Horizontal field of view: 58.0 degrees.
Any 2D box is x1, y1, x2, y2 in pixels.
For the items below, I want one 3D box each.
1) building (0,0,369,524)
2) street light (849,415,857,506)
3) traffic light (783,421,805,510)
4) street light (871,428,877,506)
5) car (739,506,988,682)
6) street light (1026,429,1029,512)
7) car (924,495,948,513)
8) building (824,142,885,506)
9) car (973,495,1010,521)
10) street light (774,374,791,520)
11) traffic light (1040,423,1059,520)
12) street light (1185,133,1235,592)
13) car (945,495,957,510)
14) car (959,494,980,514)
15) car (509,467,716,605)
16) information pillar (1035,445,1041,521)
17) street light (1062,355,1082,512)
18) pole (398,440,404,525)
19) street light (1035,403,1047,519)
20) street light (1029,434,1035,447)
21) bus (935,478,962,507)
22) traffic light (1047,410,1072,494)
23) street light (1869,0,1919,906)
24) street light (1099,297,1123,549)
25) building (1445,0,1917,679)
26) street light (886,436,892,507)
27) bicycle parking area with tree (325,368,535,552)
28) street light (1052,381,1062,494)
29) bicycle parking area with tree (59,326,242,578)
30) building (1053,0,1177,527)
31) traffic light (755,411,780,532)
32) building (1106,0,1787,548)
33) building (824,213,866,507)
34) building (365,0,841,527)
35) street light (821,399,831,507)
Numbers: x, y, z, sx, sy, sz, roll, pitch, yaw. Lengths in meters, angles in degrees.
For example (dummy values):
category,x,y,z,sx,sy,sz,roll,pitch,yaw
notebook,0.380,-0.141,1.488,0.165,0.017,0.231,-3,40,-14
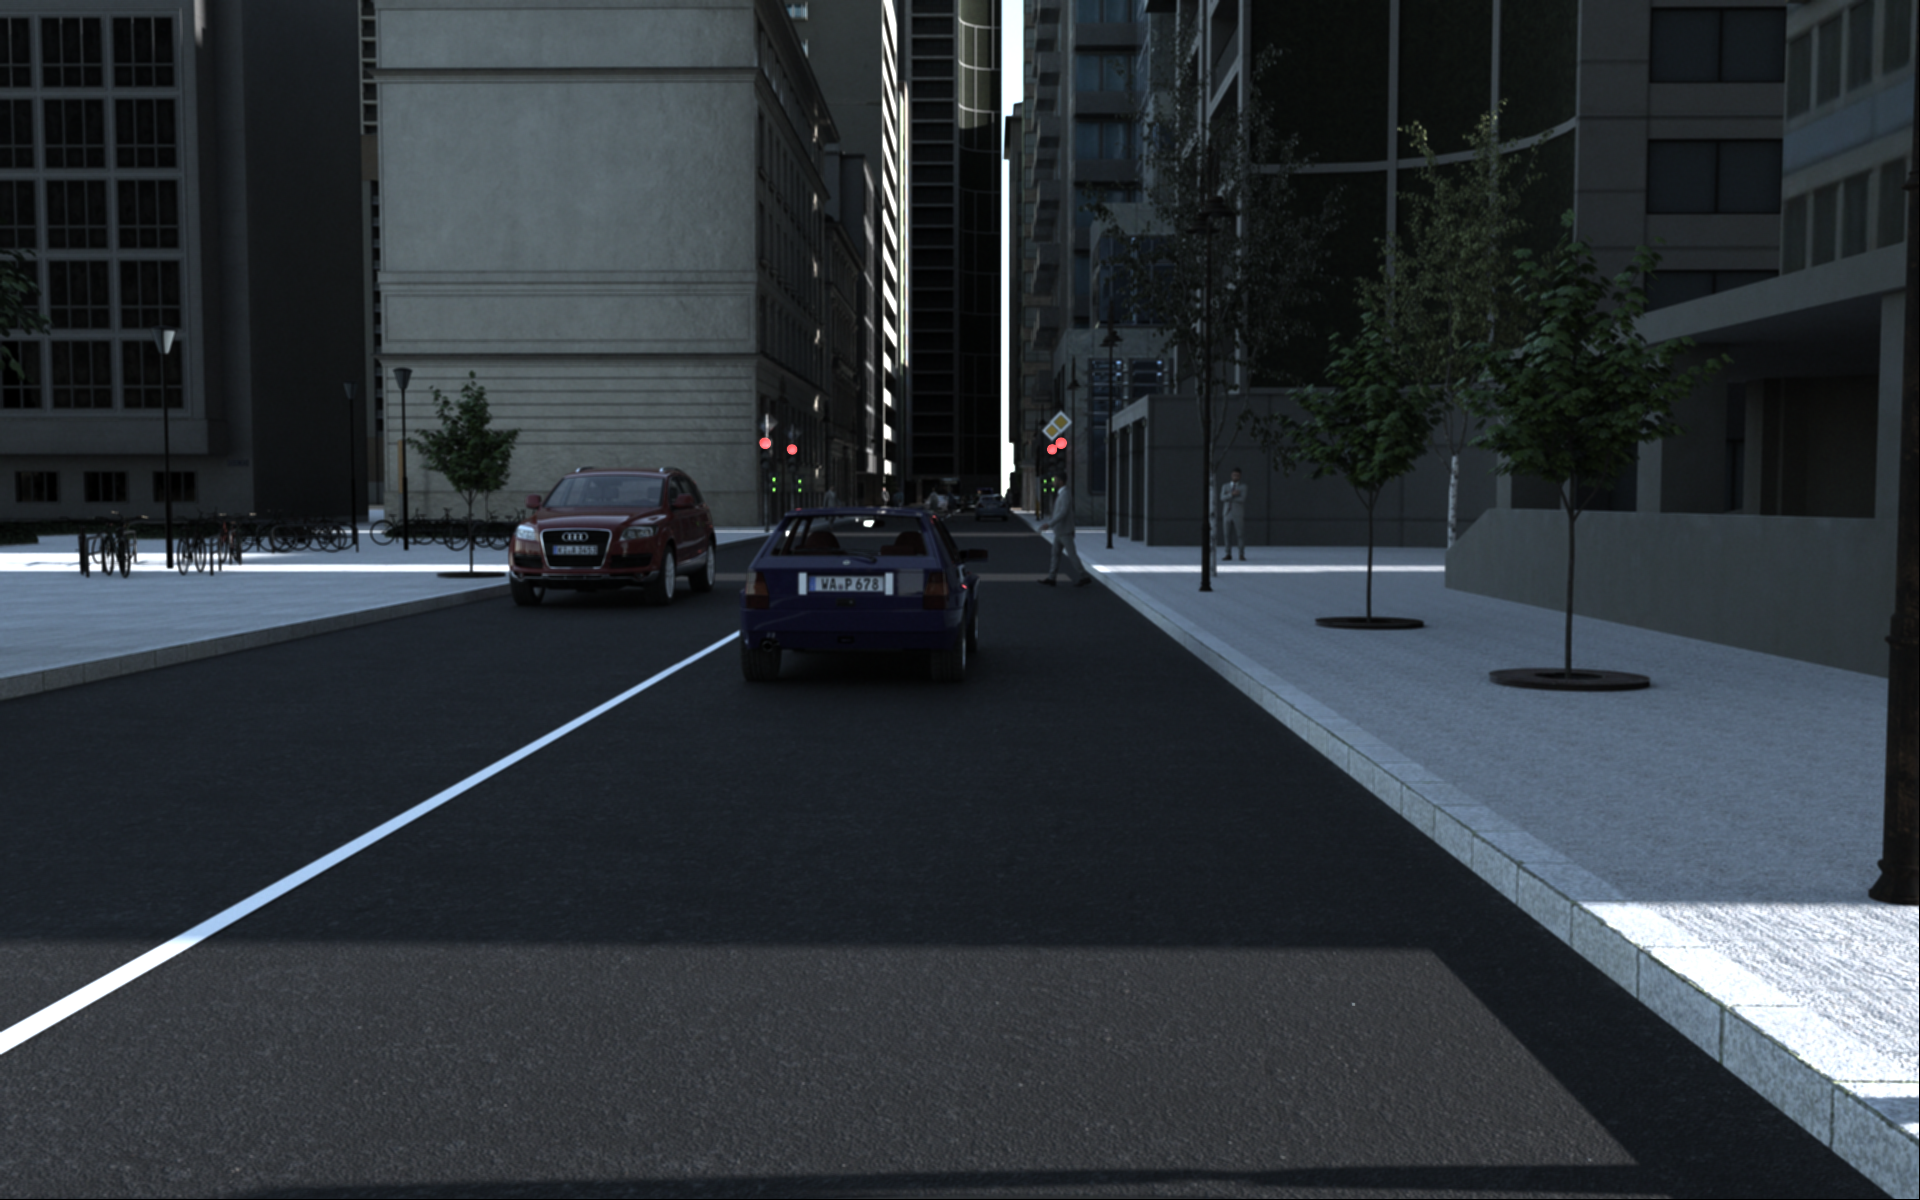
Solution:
category,x,y,z,sx,sy,sz,roll,pitch,yaw
building,-39.270,-17.048,72.248,24.014,27.812,14.314,0,4,1
street light,-6.243,-7.891,101.808,0.468,5.910,1.993,0,4,1
traffic light,-6.369,-4.733,66.300,0.839,4.253,0.868,0,4,1
street light,-5.902,-8.939,118.938,0.468,5.910,1.993,0,4,1
car,-0.749,-0.123,14.599,1.945,1.354,3.894,0,4,3
street light,4.887,-9.237,123.805,0.468,5.910,1.993,0,4,1
car,-1.790,-7.567,136.077,2.083,1.381,4.827,0,4,3
building,-13.343,-20.432,127.567,14.314,27.812,24.014,0,4,1
car,1.688,-4.980,93.423,2.014,1.417,4.499,0,3,0
street light,-6.833,-5.754,66.863,0.468,5.910,1.993,0,4,1
traffic light,3.491,-4.724,66.158,0.839,4.253,0.868,0,4,1
street light,3.246,-3.053,22.702,0.468,5.910,1.993,0,4,1
car,-1.222,-9.020,160.050,1.945,1.354,3.894,0,4,3
car,0.907,-7.213,127.720,2.009,1.686,4.222,0,4,1
car,-4.695,-0.937,23.992,2.281,1.827,5.304,0,4,1
information pillar,3.744,-5.636,83.495,0.183,3.616,0.504,-1,4,-11
street light,3.777,-5.200,57.803,0.468,5.910,1.993,0,4,1
pole,-21.165,-4.389,65.606,0.158,3.312,0.155,0,3,0
street light,4.185,-7.048,88.019,0.468,5.910,1.993,0,4,1
street light,4.683,-8.164,106.267,0.468,5.910,1.993,0,4,1
bus,-1.200,-12.228,194.791,2.948,3.499,13.247,0,4,0
traffic light,3.363,-4.236,58.174,0.839,4.253,0.868,0,4,1
street light,2.978,-1.989,5.306,0.468,5.910,1.993,0,4,1
street light,3.531,-4.152,40.672,0.468,5.910,1.993,0,4,1
building,22.631,-19.781,15.301,32.217,40.220,23.993,0,4,1
street light,-5.613,-10.014,136.521,0.468,5.910,1.993,0,4,1
bicycle parking area with tree,-14.199,-3.345,41.695,9.016,4.147,8.231,-1,4,-18
street light,4.002,-5.990,70.731,0.468,5.910,1.993,0,4,1
bicycle parking area with tree,-16.055,-2.552,28.734,8.231,4.147,9.016,0,4,-6
building,19.815,-46.700,76.213,31.000,86.520,22.319,0,4,1
traffic light,-6.498,-4.244,58.316,0.839,4.253,0.868,0,4,1
building,14.867,-37.093,44.729,20.563,71.187,20.611,0,4,1
building,-11.632,-14.734,105.535,10.561,19.102,19.286,0,4,1
building,-14.837,-15.124,80.568,16.112,22.955,30.059,0,4,1
street light,-6.513,-6.837,84.570,0.468,5.910,1.993,0,4,1
